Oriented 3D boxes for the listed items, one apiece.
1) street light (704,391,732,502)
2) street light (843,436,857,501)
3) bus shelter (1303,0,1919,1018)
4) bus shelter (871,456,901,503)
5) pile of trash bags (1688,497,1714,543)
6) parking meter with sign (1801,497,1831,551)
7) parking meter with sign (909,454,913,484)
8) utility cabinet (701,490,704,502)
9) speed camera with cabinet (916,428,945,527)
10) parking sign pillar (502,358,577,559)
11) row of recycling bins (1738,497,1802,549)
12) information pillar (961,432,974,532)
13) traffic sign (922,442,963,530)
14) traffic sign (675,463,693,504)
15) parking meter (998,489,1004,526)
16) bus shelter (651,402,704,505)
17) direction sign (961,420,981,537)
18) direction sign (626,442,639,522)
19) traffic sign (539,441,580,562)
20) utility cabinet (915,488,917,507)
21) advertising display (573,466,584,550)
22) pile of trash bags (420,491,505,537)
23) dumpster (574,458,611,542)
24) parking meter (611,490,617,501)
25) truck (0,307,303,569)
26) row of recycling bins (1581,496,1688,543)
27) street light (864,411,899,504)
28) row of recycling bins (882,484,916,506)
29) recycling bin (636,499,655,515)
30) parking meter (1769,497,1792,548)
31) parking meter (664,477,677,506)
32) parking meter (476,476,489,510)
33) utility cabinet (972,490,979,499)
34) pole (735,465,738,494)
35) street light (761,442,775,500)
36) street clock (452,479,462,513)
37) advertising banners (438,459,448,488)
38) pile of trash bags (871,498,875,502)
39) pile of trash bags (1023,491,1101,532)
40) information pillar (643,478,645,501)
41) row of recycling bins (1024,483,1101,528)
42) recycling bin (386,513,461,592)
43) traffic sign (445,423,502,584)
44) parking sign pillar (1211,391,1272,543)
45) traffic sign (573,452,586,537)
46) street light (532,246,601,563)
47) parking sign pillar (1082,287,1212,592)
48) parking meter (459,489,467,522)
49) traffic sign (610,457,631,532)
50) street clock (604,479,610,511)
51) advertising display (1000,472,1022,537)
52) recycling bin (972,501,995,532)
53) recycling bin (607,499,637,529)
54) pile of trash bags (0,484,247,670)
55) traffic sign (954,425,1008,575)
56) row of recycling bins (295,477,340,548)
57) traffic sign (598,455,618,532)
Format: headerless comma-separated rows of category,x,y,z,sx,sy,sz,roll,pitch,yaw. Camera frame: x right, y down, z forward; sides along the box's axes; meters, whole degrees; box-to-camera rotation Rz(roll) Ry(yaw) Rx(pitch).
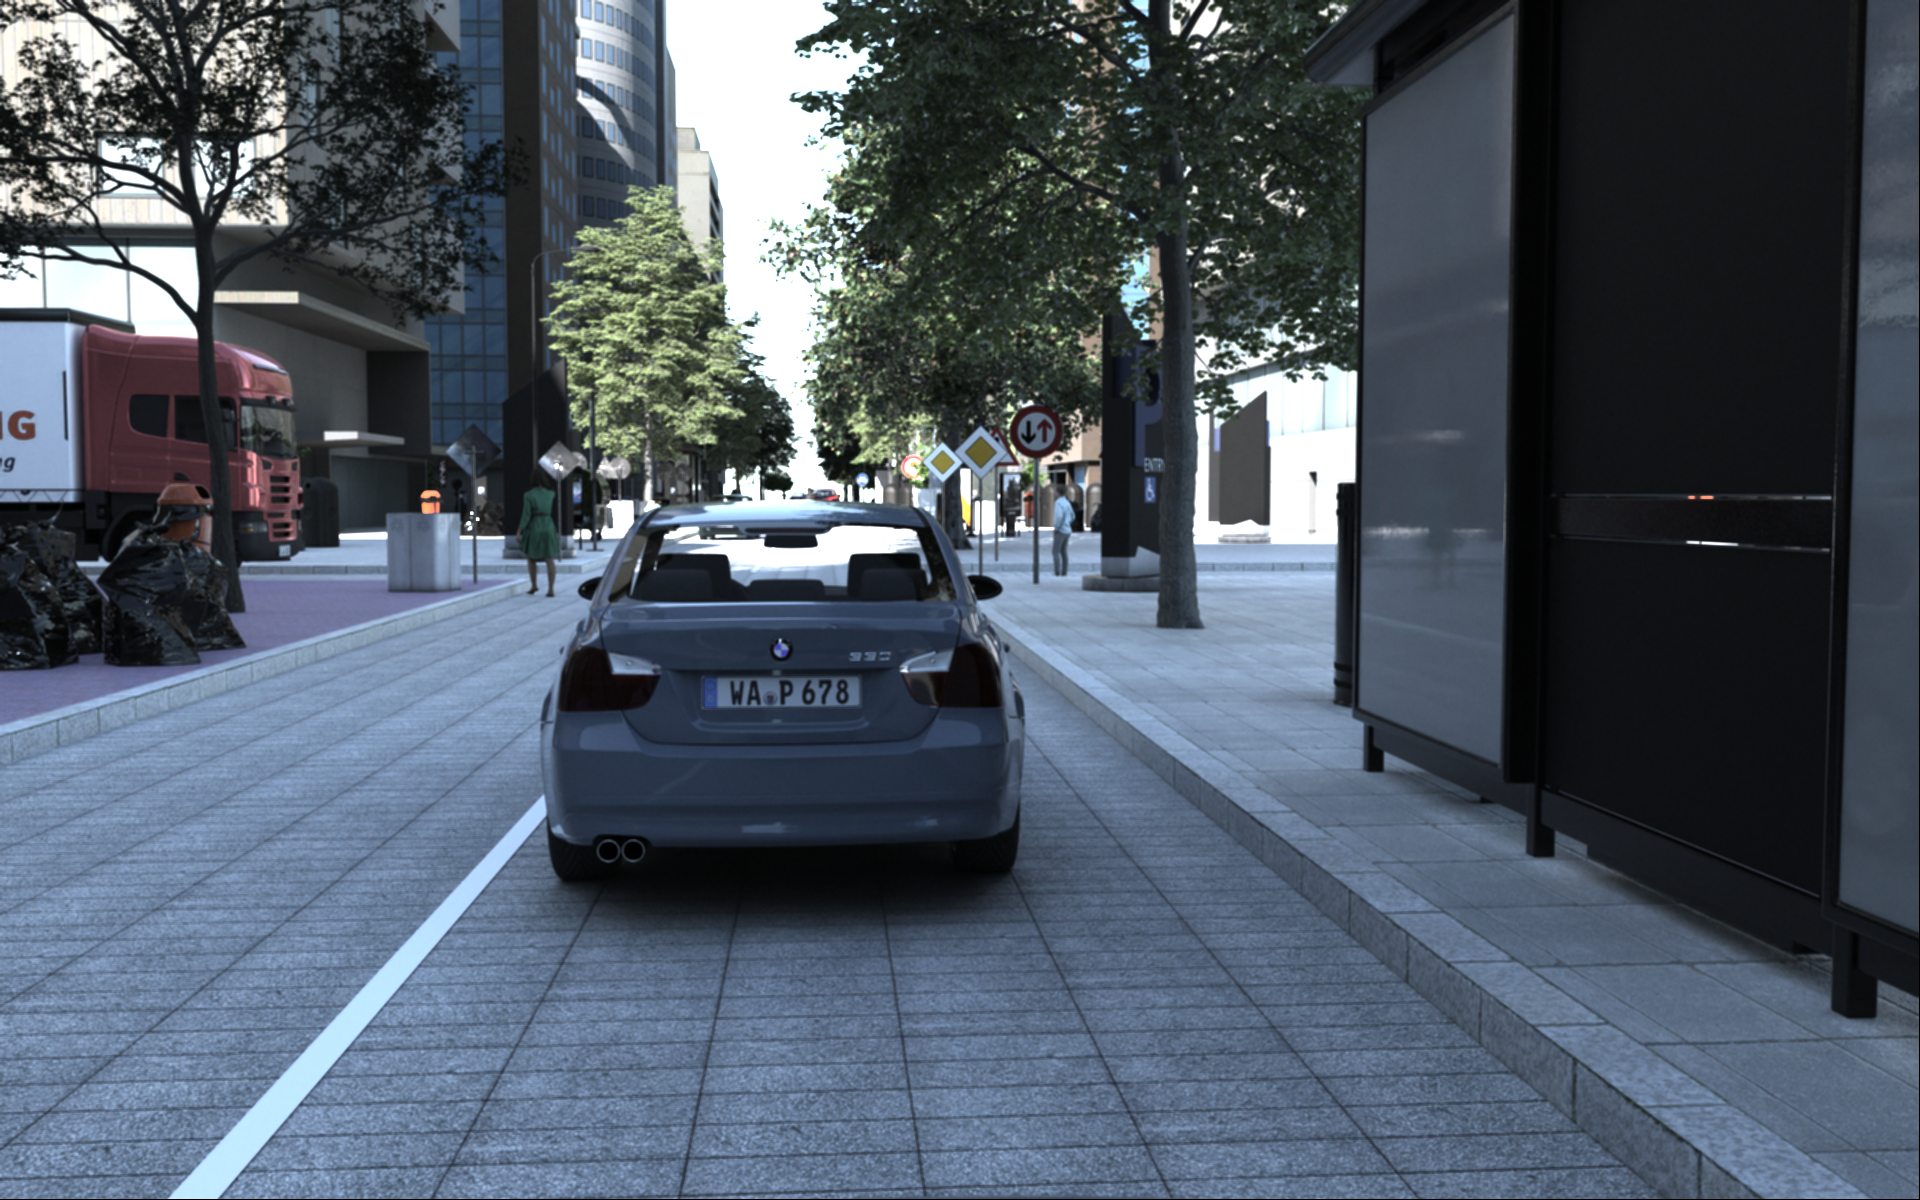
street light,-10.962,-6.463,78.208,1.470,5.913,1.316,0,4,-5
street light,-6.497,-8.281,107.928,1.470,5.913,1.316,0,4,-5
bus shelter,2.778,-1.766,6.509,2.179,5.291,8.768,0,4,-4
bus shelter,-3.799,-6.141,94.333,2.014,3.302,5.546,0,4,-4
pile of trash bags,15.790,-1.881,40.512,3.447,1.369,1.912,2,4,29
parking meter with sign,17.492,-2.382,35.202,1.738,3.016,0.543,-3,5,-43
parking meter with sign,-1.496,-4.925,76.791,1.738,3.016,0.543,-2,4,-27
utility cabinet,-12.538,-4.575,83.477,0.318,1.500,1.173,-2,4,-28
speed camera with cabinet,-0.719,-3.397,49.883,0.660,3.252,2.038,1,4,14
parking sign pillar,-8.418,-2.819,34.565,1.447,3.967,1.447,0,4,6
row of recycling bins,20.175,-2.055,40.714,3.534,1.692,1.069,0,3,0
information pillar,0.229,-4.110,58.555,0.183,3.616,0.504,-3,4,-39
traffic sign,-0.333,-1.808,33.206,0.795,2.450,0.064,0,4,-5
traffic sign,-11.408,-4.362,71.424,0.768,2.556,0.104,0,4,-1
parking meter,1.589,-3.721,69.250,0.372,1.533,0.369,0,3,0
bus shelter,-12.822,-6.131,77.882,2.179,5.291,8.768,0,4,-5
direction sign,0.328,-3.653,51.723,0.876,3.537,0.379,-1,4,-19
direction sign,-13.170,-4.749,69.644,0.379,3.537,0.876,1,4,22
traffic sign,-7.556,-1.774,32.655,0.795,2.450,0.064,0,4,-5
utility cabinet,-1.244,-3.776,70.423,0.318,1.500,1.173,3,5,44
advertising display,-9.140,-2.113,39.760,0.974,1.923,0.123,-2,4,-25
pile of trash bags,-14.542,-2.599,52.249,3.447,1.369,1.912,-2,4,-35
dumpster,-10.339,-2.721,46.982,1.502,2.255,1.985,0,4,-4
parking meter,-20.179,-5.657,100.909,0.372,1.533,0.369,0,3,0
truck,-15.689,-2.340,27.167,11.283,4.237,2.839,0,4,-3
row of recycling bins,6.504,-0.786,19.962,3.534,1.692,1.069,0,4,2
street light,-2.794,-5.491,62.314,1.470,5.913,1.316,0,4,-5
row of recycling bins,-1.575,-3.718,67.906,3.534,1.692,1.069,2,4,33
recycling bin,-10.895,-2.994,61.513,0.722,1.027,0.722,-3,5,-43
parking meter,18.511,-2.041,39.076,0.399,1.863,0.255,3,5,43
parking meter,-9.845,-3.259,58.997,0.255,1.863,0.399,3,5,41
parking meter,-15.355,-3.057,55.689,0.399,1.863,0.255,0,4,5
utility cabinet,0.533,-5.391,96.825,1.173,1.500,0.318,2,4,26
pole,-12.853,-6.481,99.812,0.158,3.312,0.155,0,3,0
street light,-17.145,-11.131,154.529,1.470,5.913,1.316,0,4,-5
street clock,-23.988,-4.773,82.606,0.358,2.002,0.471,2,4,25
advertising banners,-24.509,-5.117,79.855,2.074,3.025,0.090,1,4,13
pile of trash bags,-4.015,-5.947,106.992,1.912,1.369,3.447,1,4,19
pile of trash bags,3.756,-3.015,59.041,3.447,1.369,1.912,2,4,25
information pillar,-14.126,-4.504,78.140,0.304,2.012,0.304,0,4,1
row of recycling bins,3.967,-3.581,65.657,3.534,1.692,1.069,2,4,35
recycling bin,-7.105,-0.637,22.969,0.722,1.027,0.722,1,4,11
traffic sign,-6.923,-1.288,24.695,0.795,2.450,0.064,0,4,-5
parking sign pillar,7.526,-3.501,45.721,1.447,3.967,1.447,3,4,36
traffic sign,-11.625,-3.190,52.269,0.768,2.556,0.104,0,4,-4
street light,-7.416,-3.666,32.483,1.470,5.913,1.316,0,4,-5
parking sign pillar,2.361,-2.122,23.167,1.447,3.967,1.447,2,4,30
parking meter,-22.934,-4.374,79.918,0.372,1.533,0.369,0,3,0
traffic sign,-11.634,-3.616,59.227,0.768,2.556,0.104,0,4,4
street clock,-16.990,-4.781,82.733,0.471,2.002,0.358,-2,4,-32
advertising display,1.523,-2.865,52.063,0.123,1.923,0.974,3,4,37
recycling bin,0.789,-2.873,59.520,0.722,1.027,0.722,2,4,30
recycling bin,-12.504,-3.132,63.754,0.722,1.027,0.722,-3,5,-41
pile of trash bags,-6.844,-0.275,14.249,1.912,1.369,3.447,0,4,-7
traffic sign,0.300,-1.321,25.246,0.795,2.450,0.064,0,4,-5
row of recycling bins,-16.467,-2.179,42.742,3.534,1.692,1.069,3,5,41
traffic sign,-11.913,-3.559,58.186,0.884,2.594,0.081,0,4,3
